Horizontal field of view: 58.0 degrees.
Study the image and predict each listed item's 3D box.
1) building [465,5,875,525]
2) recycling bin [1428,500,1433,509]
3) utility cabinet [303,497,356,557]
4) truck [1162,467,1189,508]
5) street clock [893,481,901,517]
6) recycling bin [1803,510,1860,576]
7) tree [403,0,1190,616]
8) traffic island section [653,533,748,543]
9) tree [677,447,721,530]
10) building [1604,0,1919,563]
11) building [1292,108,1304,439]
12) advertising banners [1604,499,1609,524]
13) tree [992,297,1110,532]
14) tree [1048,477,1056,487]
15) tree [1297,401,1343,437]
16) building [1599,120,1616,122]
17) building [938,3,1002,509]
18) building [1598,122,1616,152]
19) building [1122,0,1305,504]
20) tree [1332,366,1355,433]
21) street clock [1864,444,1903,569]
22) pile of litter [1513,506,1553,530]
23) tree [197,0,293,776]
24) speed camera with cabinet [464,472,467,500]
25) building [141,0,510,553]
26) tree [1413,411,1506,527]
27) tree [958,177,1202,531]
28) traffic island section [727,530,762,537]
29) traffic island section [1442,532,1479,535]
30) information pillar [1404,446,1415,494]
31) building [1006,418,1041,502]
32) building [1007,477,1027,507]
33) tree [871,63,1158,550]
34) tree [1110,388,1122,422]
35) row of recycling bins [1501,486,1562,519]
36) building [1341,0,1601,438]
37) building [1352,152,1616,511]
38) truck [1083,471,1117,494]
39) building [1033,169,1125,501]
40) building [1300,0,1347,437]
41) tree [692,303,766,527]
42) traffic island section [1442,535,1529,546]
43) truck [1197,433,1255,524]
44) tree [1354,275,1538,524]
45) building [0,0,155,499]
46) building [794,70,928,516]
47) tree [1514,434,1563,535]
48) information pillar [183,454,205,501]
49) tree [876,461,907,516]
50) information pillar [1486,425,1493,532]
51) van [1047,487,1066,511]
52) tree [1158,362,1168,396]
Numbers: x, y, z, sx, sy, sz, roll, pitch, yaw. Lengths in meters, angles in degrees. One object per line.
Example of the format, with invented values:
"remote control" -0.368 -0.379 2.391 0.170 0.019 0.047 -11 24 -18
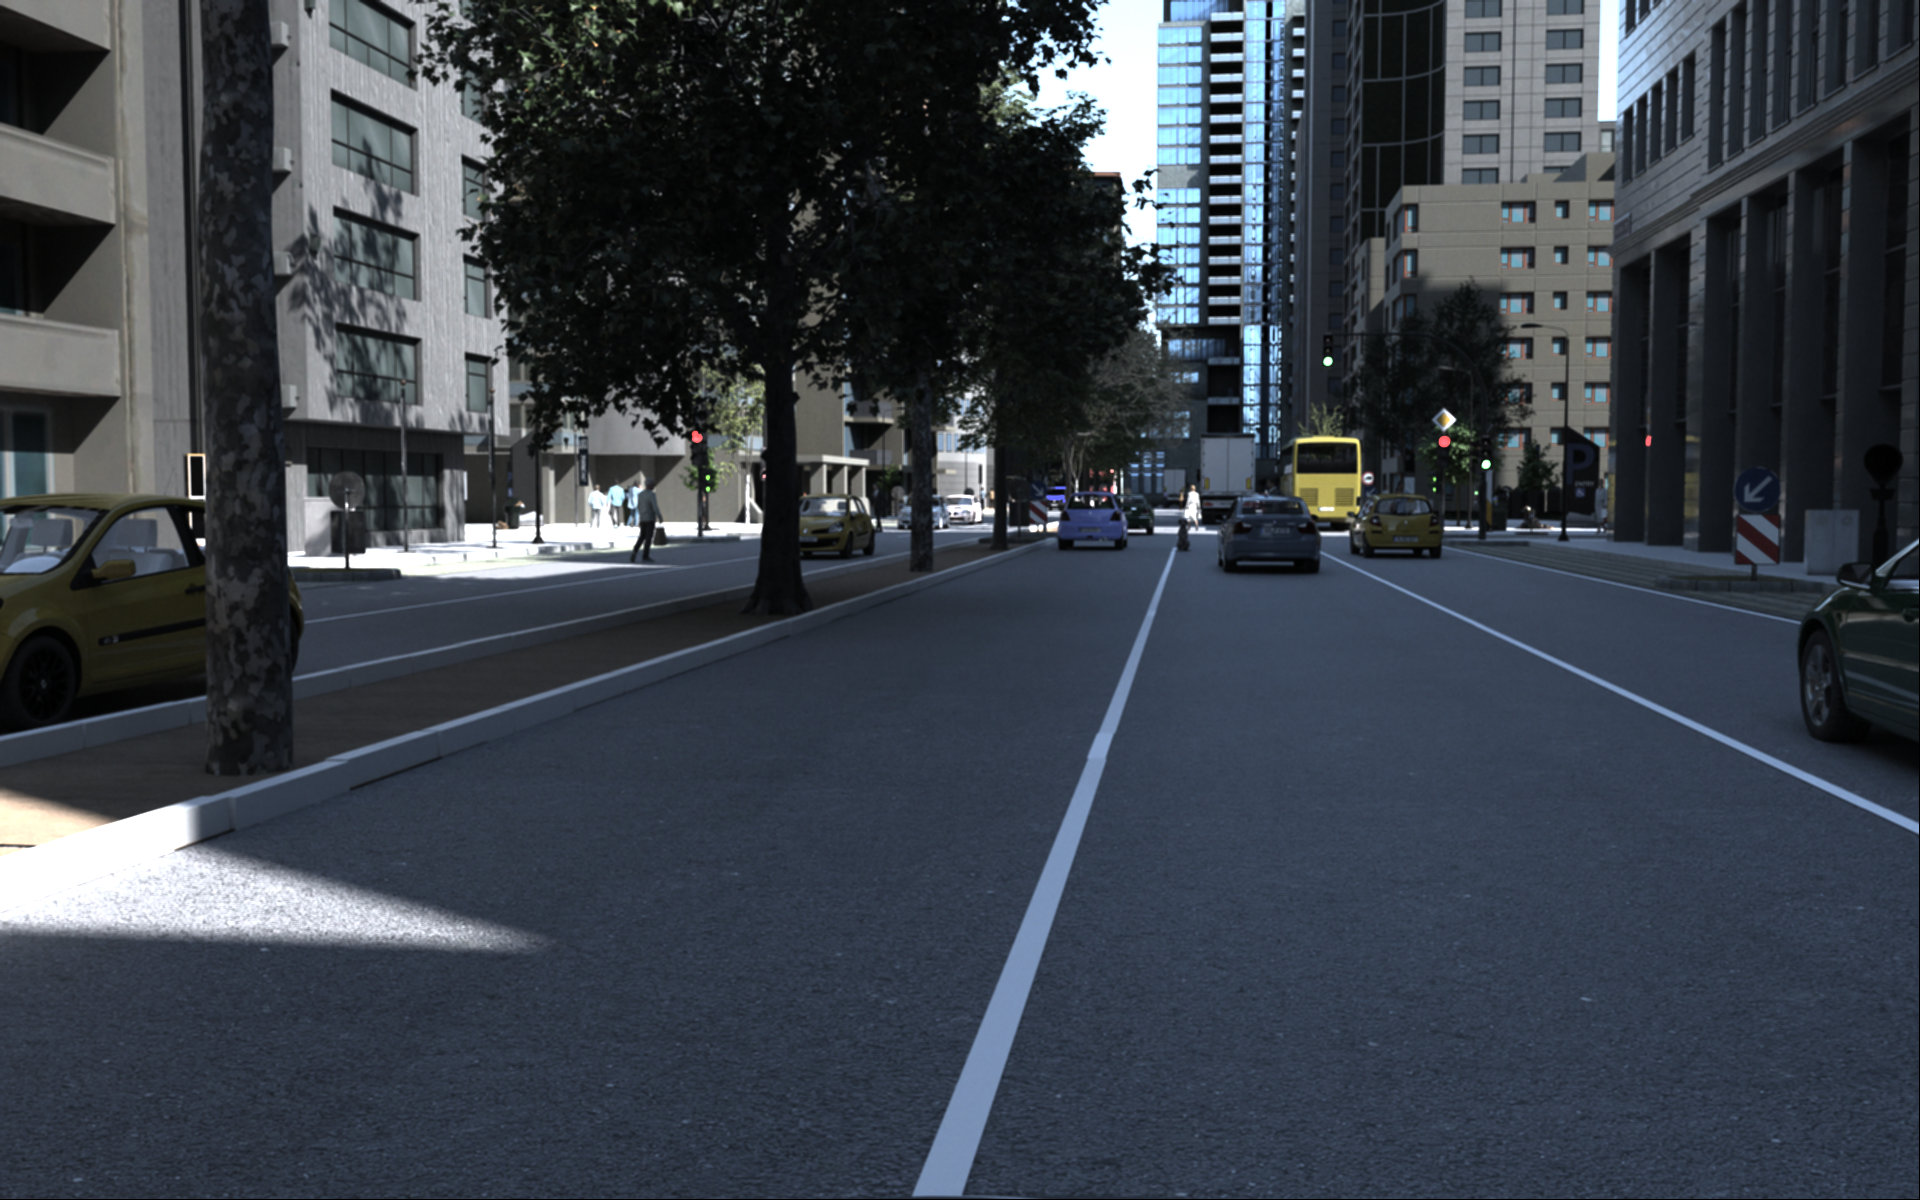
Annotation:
"building" -21.253 -23.897 82.605 32.217 40.220 23.993 0 4 8
"recycling bin" 20.977 -4.025 78.370 0.722 1.027 0.722 0 4 7
"utility cabinet" -12.840 -1.476 35.302 1.020 1.237 0.306 1 4 15
"truck" 23.080 -12.042 185.801 2.839 4.237 11.283 0 4 8
"street clock" -3.582 -5.743 98.476 0.358 2.002 0.471 2 4 25
"recycling bin" 13.863 -0.918 27.559 0.722 1.027 0.722 1 4 21
"tree" -2.134 -6.180 20.514 9.611 12.733 9.660 0 3 0
"traffic island section" -7.765 -1.797 51.654 2.009 0.180 2.903 0 4 8
"tree" -9.178 -4.178 62.916 1.663 3.219 1.824 0 3 0
"building" 21.019 -15.513 31.137 11.434 29.767 29.804 0 4 8
"building" 45.190 -33.413 196.414 14.600 45.320 14.200 0 4 8
"advertising banners" 27.981 -4.814 74.895 0.090 3.025 2.074 -1 4 -22
"tree" 2.898 -6.488 58.897 4.360 8.622 3.978 0 3 0
"tree" 10.259 -12.580 200.291 1.663 3.219 1.824 0 3 0
"tree" 28.553 -11.373 136.313 4.737 8.622 4.395 0 3 0
"building" 67.854 -36.839 221.924 30.456 49.044 23.786 0 4 8
"building" -8.378 -37.155 149.482 21.231 58.520 28.212 0 4 8
"building" 75.067 -31.136 192.664 14.086 41.232 14.154 0 4 8
"building" 37.208 -55.705 223.450 31.000 86.520 22.319 0 4 8
"tree" 23.218 -9.477 89.365 8.767 10.594 7.601 1 4 22
"street clock" 13.313 -1.251 25.020 0.471 2.002 0.358 3 4 39
"pile of litter" 20.998 -3.024 63.402 1.176 0.858 1.719 0 4 -8
"tree" -4.758 -9.236 9.349 12.611 20.169 13.585 0 3 0
"speed camera with cabinet" -20.035 -4.415 66.522 2.038 3.252 0.660 0 4 -6
"building" -19.752 -16.637 43.711 14.107 30.474 14.160 0 4 8
"tree" 19.406 -5.127 67.539 4.285 4.588 4.351 0 3 0
"tree" 4.209 -9.424 66.915 12.009 13.543 11.850 0 3 0
"traffic island section" -6.692 -2.281 59.567 2.009 0.180 2.903 0 4 8
"traffic island section" 15.744 -2.095 56.532 2.009 0.180 2.903 0 4 8
"information pillar" 21.898 -5.693 84.432 0.504 3.616 0.183 1 4 10
"building" 2.347 -31.730 202.386 14.086 41.232 14.154 0 4 8
"building" -9.797 -29.644 176.567 32.217 40.220 23.993 0 4 8
"tree" 0.968 -7.569 44.346 7.486 12.596 7.792 0 3 0
"tree" 5.050 -7.499 75.427 4.360 8.622 3.978 0 3 0
"row of recycling bins" 28.839 -4.926 87.652 1.069 1.692 3.534 -3 5 -42
"building" 42.434 -43.534 150.031 20.563 71.187 20.611 0 4 8
"building" 40.353 -16.194 109.804 27.650 21.520 28.899 0 4 8
"truck" 12.343 -9.916 151.032 2.839 4.237 11.283 0 4 6
"building" 7.038 -35.120 228.827 28.867 44.769 22.147 0 4 8
"building" 45.198 -38.694 174.650 21.231 58.520 28.212 0 4 8
"tree" -8.398 -7.113 66.653 4.737 8.622 4.395 0 3 0
"traffic island section" 14.672 -1.611 48.619 2.009 0.180 2.903 0 4 8
"truck" 13.051 -5.878 85.027 2.839 4.237 11.283 0 4 8
"tree" 20.853 -8.511 73.574 7.601 10.594 8.767 1 4 12
"building" -26.595 -24.308 21.136 21.300 48.544 21.600 0 4 8
"building" -12.229 -28.214 115.926 22.147 44.769 28.867 0 4 8
"tree" 18.167 -3.701 55.106 1.663 3.219 1.824 0 3 0
"information pillar" -14.106 -1.680 31.962 0.304 2.012 0.304 -3 4 -39
"tree" -3.917 -6.441 99.910 1.663 3.219 1.824 0 3 0
"information pillar" 17.862 -4.119 58.699 0.504 3.616 0.183 -2 4 -33
"van" 8.317 -8.746 147.373 2.240 2.365 5.245 1 4 9
"tree" 5.979 -9.910 82.605 7.486 12.596 7.792 0 3 0
